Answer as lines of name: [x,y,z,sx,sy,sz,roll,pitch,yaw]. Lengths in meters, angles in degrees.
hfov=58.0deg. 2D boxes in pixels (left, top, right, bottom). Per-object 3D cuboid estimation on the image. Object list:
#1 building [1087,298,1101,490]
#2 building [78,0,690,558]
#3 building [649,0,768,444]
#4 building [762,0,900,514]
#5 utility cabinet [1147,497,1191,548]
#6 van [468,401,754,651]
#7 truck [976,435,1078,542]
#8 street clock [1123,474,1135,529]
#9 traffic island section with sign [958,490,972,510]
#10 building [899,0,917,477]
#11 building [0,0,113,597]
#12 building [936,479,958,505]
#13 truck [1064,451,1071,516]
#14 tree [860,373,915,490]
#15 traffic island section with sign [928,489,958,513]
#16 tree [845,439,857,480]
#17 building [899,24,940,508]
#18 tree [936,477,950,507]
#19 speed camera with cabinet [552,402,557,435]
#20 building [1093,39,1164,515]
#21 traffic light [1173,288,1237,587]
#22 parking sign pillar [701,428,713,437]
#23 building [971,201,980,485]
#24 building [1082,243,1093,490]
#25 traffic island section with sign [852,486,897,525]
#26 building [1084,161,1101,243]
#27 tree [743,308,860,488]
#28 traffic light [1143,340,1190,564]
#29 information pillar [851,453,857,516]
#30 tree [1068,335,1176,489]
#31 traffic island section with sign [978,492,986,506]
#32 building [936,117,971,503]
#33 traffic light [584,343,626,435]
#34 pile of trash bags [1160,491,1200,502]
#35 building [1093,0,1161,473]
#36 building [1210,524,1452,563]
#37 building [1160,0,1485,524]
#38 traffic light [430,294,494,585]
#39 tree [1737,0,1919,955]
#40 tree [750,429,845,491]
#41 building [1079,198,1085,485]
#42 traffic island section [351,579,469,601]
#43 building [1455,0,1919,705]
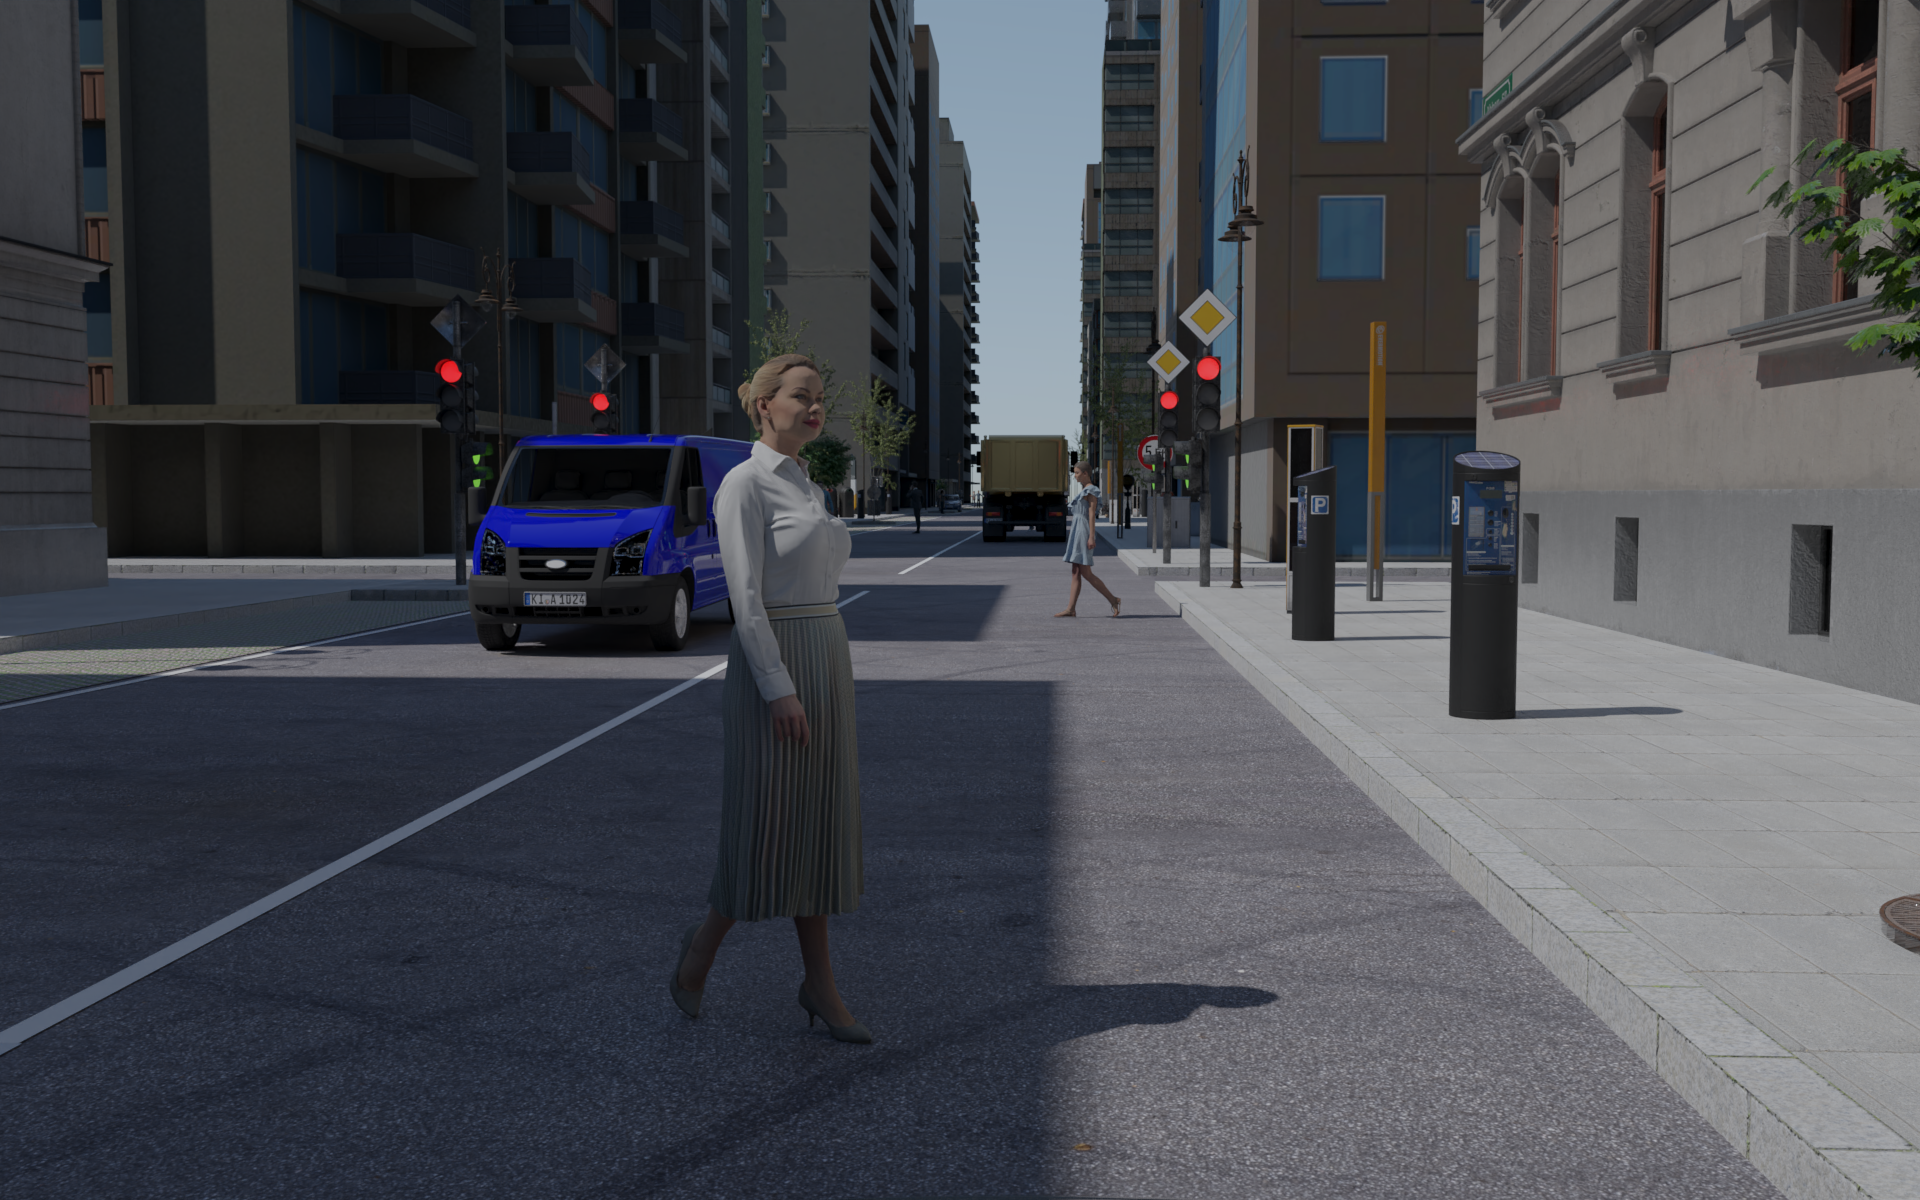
building: [26.393,-19.681,166.818,27.650,21.520,28.899,0,4,3]
building: [-19.955,-23.995,46.937,22.147,44.769,28.867,0,4,3]
building: [-16.913,-24.160,78.617,14.154,41.232,14.086,0,4,3]
building: [-15.733,-30.277,118.734,21.300,48.544,21.600,0,4,3]
utility cabinet: [5.011,-1.859,41.563,1.020,1.237,0.306,1,4,13]
van: [-3.324,-0.810,17.625,2.240,2.365,5.245,0,4,4]
truck: [2.104,-3.632,55.310,3.469,3.379,9.791,0,4,3]
street clock: [6.155,-3.605,63.519,0.471,2.002,0.358,2,4,25]
traffic island section with sign: [0.086,-9.124,157.798,1.989,1.847,2.006,0,4,3]
building: [-17.964,-33.885,143.266,28.713,52.752,27.495,0,4,3]
building: [-21.112,-9.455,19.217,19.286,19.102,10.561,0,4,3]
building: [-16.620,-31.346,204.392,32.217,40.220,23.993,0,4,3]
truck: [6.202,-7.923,118.460,2.839,4.237,11.283,0,4,3]
tree: [-5.056,-9.461,105.045,4.737,8.622,4.395,0,3,0]
traffic island section with sign: [-1.382,-7.441,130.295,1.989,1.847,2.006,0,4,3]
tree: [-6.748,-6.235,85.649,4.285,4.588,4.351,0,3,0]
building: [-9.301,-31.422,163.867,14.600,45.320,14.200,0,4,3]
tree: [-2.093,-11.072,175.632,1.663,3.219,1.824,0,3,0]
speed camera with cabinet: [-8.488,-2.589,36.661,0.660,3.252,2.038,0,4,-4]
building: [16.223,-20.918,113.713,14.160,30.474,14.107,0,4,3]
traffic light: [3.364,-2.134,23.818,0.839,4.253,0.868,0,4,3]
parking sign pillar: [-10.696,-5.031,70.729,1.447,3.967,1.447,0,4,8]
building: [-8.426,-36.551,252.225,22.147,44.769,28.867,0,4,3]
building: [21.112,-26.214,200.292,14.160,30.474,14.107,0,4,3]
traffic island section with sign: [-4.019,-4.455,81.473,1.989,1.847,2.006,0,4,3]
building: [23.420,-35.392,228.777,14.600,45.320,14.200,0,4,3]
tree: [-6.619,-7.191,67.941,4.737,8.622,4.395,0,3,0]
traffic light: [3.793,-2.622,31.791,0.839,4.253,0.868,0,4,3]
information pillar: [-6.109,-6.607,99.376,0.183,3.616,0.504,-2,4,-35]
tree: [7.541,-7.915,79.772,4.737,8.622,4.395,0,3,0]
traffic island section with sign: [3.140,-12.601,214.647,1.989,1.847,2.006,0,4,3]
building: [-9.661,-36.896,226.953,21.300,48.544,21.600,0,4,3]
traffic light: [-6.604,-2.655,32.332,0.839,4.253,0.868,0,4,3]
pile of trash bags: [7.248,-2.884,56.912,1.912,1.369,3.447,1,4,23]
building: [22.601,-31.554,135.512,23.786,49.044,30.456,0,4,3]
building: [12.885,-23.677,37.233,14.200,45.320,14.600,0,4,3]
building: [17.659,-26.841,88.966,14.600,45.320,14.200,0,4,3]
traffic light: [-7.033,-2.167,24.359,0.839,4.253,0.868,0,4,3]
tree: [3.273,-0.617,4.688,1.663,3.219,1.824,0,3,0]
tree: [-7.526,-5.483,73.366,4.285,4.588,4.351,0,3,0]
building: [28.452,-36.443,250.474,22.147,44.769,28.867,0,4,3]
traffic island section: [-7.073,-0.135,24.496,2.009,0.180,2.903,0,4,3]
building: [12.066,-13.611,9.924,14.401,28.519,23.554,0,4,3]
